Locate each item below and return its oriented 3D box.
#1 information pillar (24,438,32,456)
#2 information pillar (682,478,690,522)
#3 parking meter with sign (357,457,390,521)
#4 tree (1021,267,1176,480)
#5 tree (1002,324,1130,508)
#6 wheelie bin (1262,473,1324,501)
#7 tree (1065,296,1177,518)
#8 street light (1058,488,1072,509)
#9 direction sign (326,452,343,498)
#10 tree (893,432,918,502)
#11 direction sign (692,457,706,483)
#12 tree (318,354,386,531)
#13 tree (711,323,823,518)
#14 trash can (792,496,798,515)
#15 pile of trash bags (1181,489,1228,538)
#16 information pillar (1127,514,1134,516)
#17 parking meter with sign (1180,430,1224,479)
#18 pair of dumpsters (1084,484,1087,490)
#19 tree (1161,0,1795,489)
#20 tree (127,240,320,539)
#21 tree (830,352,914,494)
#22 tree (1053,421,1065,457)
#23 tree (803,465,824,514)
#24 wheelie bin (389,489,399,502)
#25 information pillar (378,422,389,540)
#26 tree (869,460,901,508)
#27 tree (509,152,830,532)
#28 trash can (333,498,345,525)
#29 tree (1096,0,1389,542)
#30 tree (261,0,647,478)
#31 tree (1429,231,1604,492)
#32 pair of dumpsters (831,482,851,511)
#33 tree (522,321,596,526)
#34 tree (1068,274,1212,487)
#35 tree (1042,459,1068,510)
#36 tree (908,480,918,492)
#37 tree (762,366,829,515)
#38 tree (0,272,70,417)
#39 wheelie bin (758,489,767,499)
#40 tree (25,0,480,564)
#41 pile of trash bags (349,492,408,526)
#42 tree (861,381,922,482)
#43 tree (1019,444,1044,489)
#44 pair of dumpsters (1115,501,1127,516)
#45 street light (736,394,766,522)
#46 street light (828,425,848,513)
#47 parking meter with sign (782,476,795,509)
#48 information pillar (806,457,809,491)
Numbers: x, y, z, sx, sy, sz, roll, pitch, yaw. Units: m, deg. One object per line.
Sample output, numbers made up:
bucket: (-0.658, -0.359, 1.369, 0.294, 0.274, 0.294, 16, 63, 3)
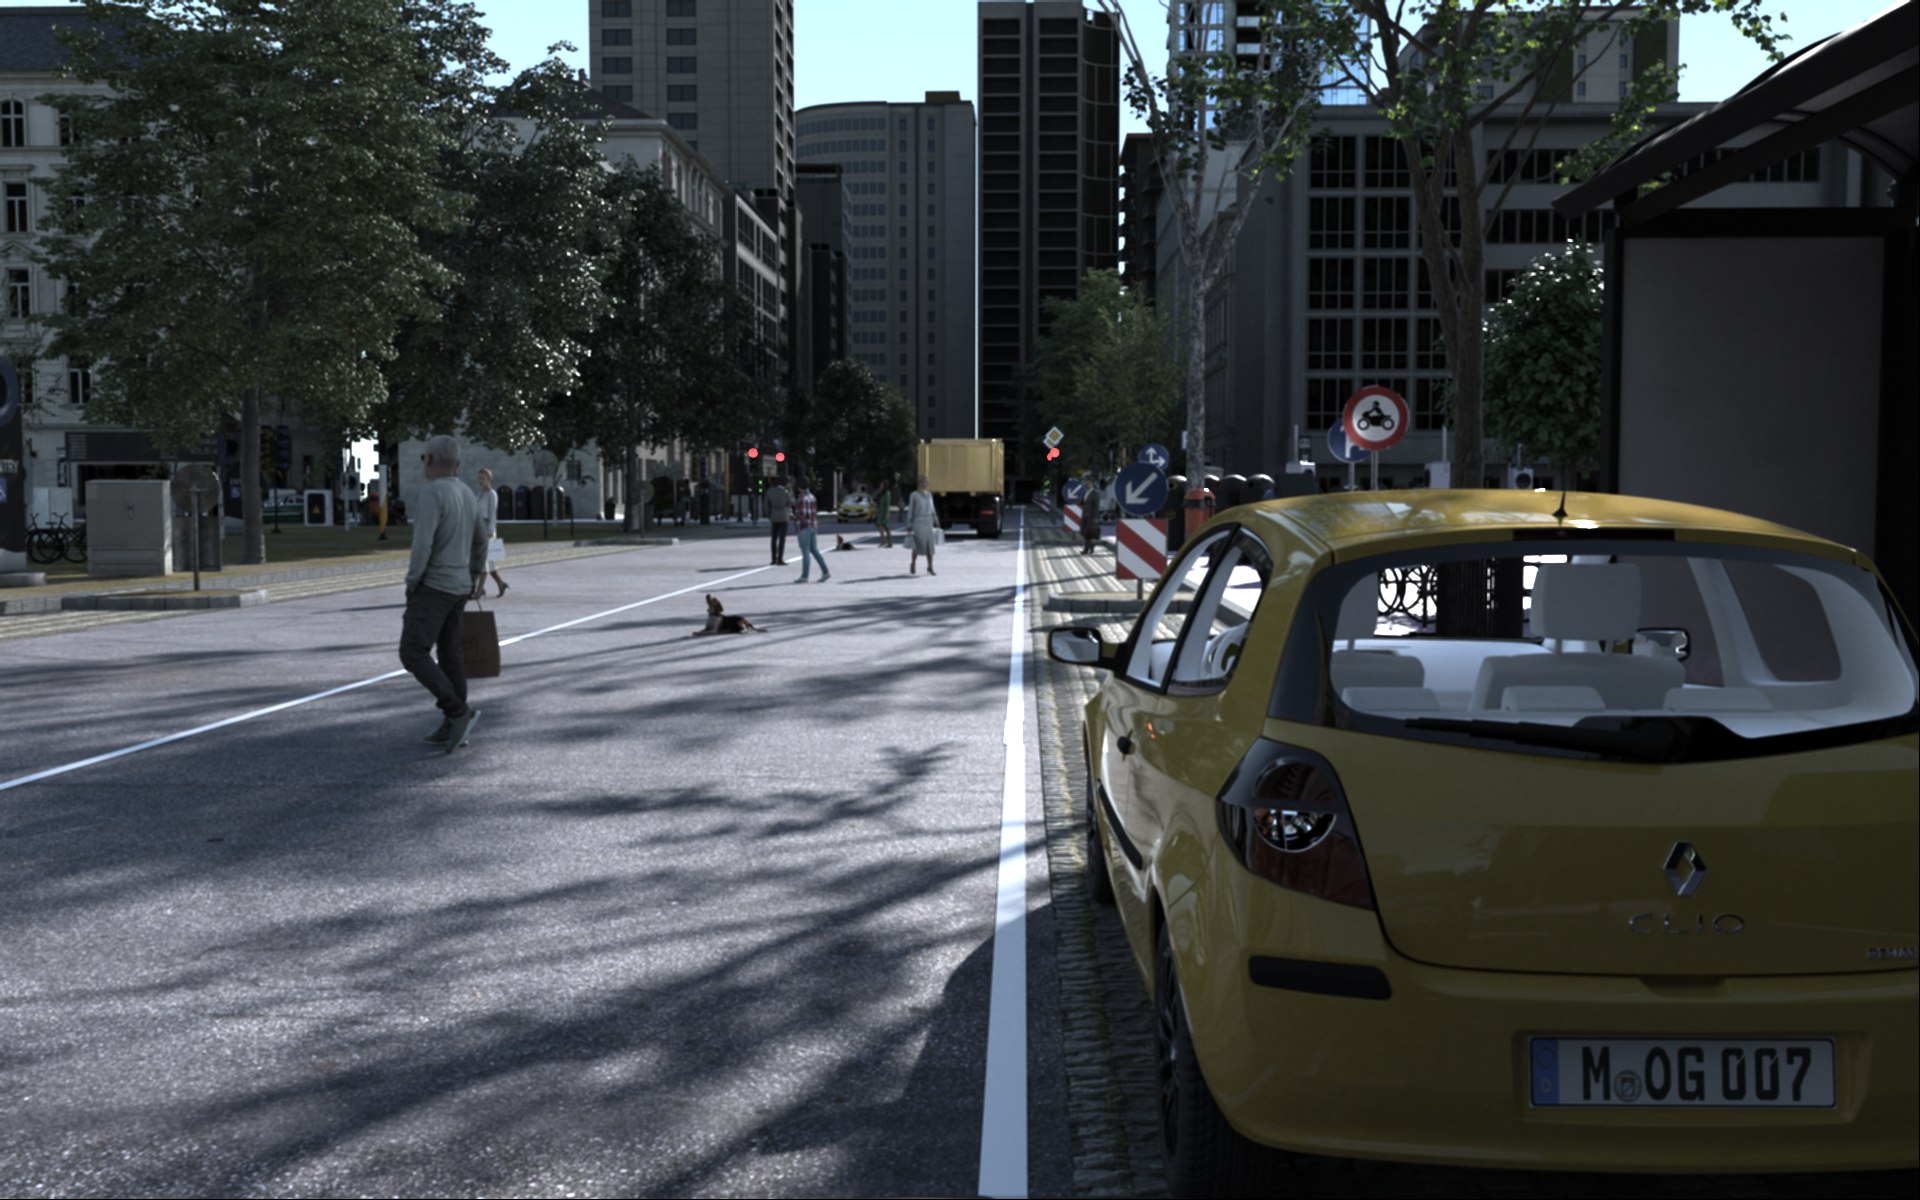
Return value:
information pillar: (-38.856, -4.945, 72.201, 0.504, 3.616, 0.183, 1, 4, 19)
information pillar: (-12.804, -4.675, 80.927, 0.304, 2.012, 0.304, -2, 4, -24)
parking meter with sign: (-27.698, -5.269, 82.403, 1.738, 3.016, 0.543, -1, 4, -9)
tree: (6.901, -10.301, 86.547, 7.486, 12.596, 7.792, 0, 3, 0)
tree: (8.144, -13.244, 123.189, 9.857, 13.997, 8.962, 0, 3, 0)
wheelie bin: (4.987, -1.110, 26.060, 0.980, 1.594, 0.693, -1, 4, -13)
tree: (6.170, -7.030, 65.301, 4.360, 8.622, 3.978, 0, 3, 0)
street light: (6.954, -8.791, 116.276, 1.470, 5.913, 1.316, 0, 4, 2)
direction sign: (-33.469, -6.159, 92.701, 0.876, 3.537, 0.379, 0, 4, 2)
tree: (-6.353, -14.585, 188.828, 4.360, 8.622, 3.978, 0, 3, 0)
direction sign: (-16.090, -7.029, 106.914, 0.876, 3.537, 0.379, -1, 4, -22)
tree: (-21.513, -6.707, 60.024, 4.737, 8.622, 4.395, 0, 3, 0)
tree: (-10.790, -9.671, 92.534, 7.601, 10.594, 8.767, 0, 4, -1)
trash can: (-9.936, -5.746, 105.597, 0.748, 1.137, 0.748, 0, 3, 0)
pile of trash bags: (5.281, -1.322, 31.360, 3.447, 1.369, 1.912, -3, 5, -41)
information pillar: (7.121, -4.122, 71.881, 0.304, 2.012, 0.304, -1, 4, -11)
parking meter with sign: (6.877, -3.136, 47.537, 1.738, 3.016, 0.543, -2, 4, -34)
pair of dumpsters: (7.661, -6.021, 100.942, 1.574, 2.255, 4.437, 0, 4, 2)
tree: (4.260, -5.448, 14.828, 9.928, 11.665, 9.643, 0, 3, 0)
tree: (-20.837, -6.019, 48.768, 4.737, 8.622, 4.395, 0, 3, 0)
tree: (-8.915, -13.664, 140.417, 9.611, 12.733, 9.660, 0, 3, 0)
tree: (8.111, -9.728, 109.420, 4.360, 8.622, 3.978, 0, 3, 0)
tree: (-9.820, -7.319, 114.271, 1.663, 3.219, 1.824, 0, 3, 0)
wheelie bin: (-34.645, -6.034, 106.562, 0.693, 1.594, 0.980, 3, 5, 41)
information pillar: (-16.246, -3.509, 48.721, 0.183, 3.616, 0.504, 0, 4, -1)
tree: (-7.163, -11.024, 163.957, 4.285, 4.588, 4.351, 0, 3, 0)
tree: (-11.114, -8.664, 58.668, 9.611, 12.733, 9.660, 0, 3, 0)
trash can: (-25.467, -3.644, 71.230, 0.748, 1.137, 0.748, 0, 3, 0)
tree: (6.227, -10.950, 34.929, 12.611, 20.169, 13.585, 0, 3, 0)
tree: (-12.507, -8.274, 41.941, 9.857, 13.997, 8.962, 0, 3, 0)
tree: (7.747, -2.321, 21.661, 4.285, 4.588, 4.351, 0, 3, 0)
pair of dumpsters: (-9.308, -7.977, 132.921, 1.574, 2.255, 4.437, 0, 4, 2)
tree: (-16.230, -7.267, 69.170, 4.360, 8.622, 3.978, 0, 3, 0)
tree: (6.027, -6.562, 57.653, 4.737, 8.622, 4.395, 0, 3, 0)
tree: (9.047, -9.814, 144.166, 4.285, 4.588, 4.351, 0, 3, 0)
tree: (-5.850, -14.389, 229.858, 1.663, 3.219, 1.824, 0, 3, 0)
tree: (-9.813, -9.188, 100.585, 4.360, 8.622, 3.978, 0, 3, 0)
tree: (-31.240, -6.440, 55.649, 4.360, 8.622, 3.978, 0, 3, 0)
wheelie bin: (-12.752, -6.441, 113.221, 0.693, 1.594, 0.980, 2, 4, 27)
tree: (-12.598, -6.941, 31.610, 7.486, 12.596, 7.792, 0, 3, 0)
pile of trash bags: (-23.503, -3.702, 70.286, 1.912, 1.369, 3.447, -1, 4, -9)
tree: (-7.209, -15.685, 174.571, 7.486, 12.596, 7.792, 0, 3, 0)
tree: (12.521, -18.943, 226.729, 9.611, 12.733, 9.660, 0, 3, 0)
pair of dumpsters: (8.755, -5.704, 95.751, 1.574, 2.255, 4.437, 0, 4, 2)
street light: (-9.632, -6.564, 79.864, 1.470, 5.913, 1.316, 0, 4, 2)
street light: (-8.278, -8.850, 117.233, 1.470, 5.913, 1.316, 0, 4, 2)
parking meter with sign: (-14.592, -9.336, 148.902, 1.738, 3.016, 0.543, -2, 4, -30)
information pillar: (-9.717, -7.268, 110.193, 0.183, 3.616, 0.504, 0, 4, 5)
